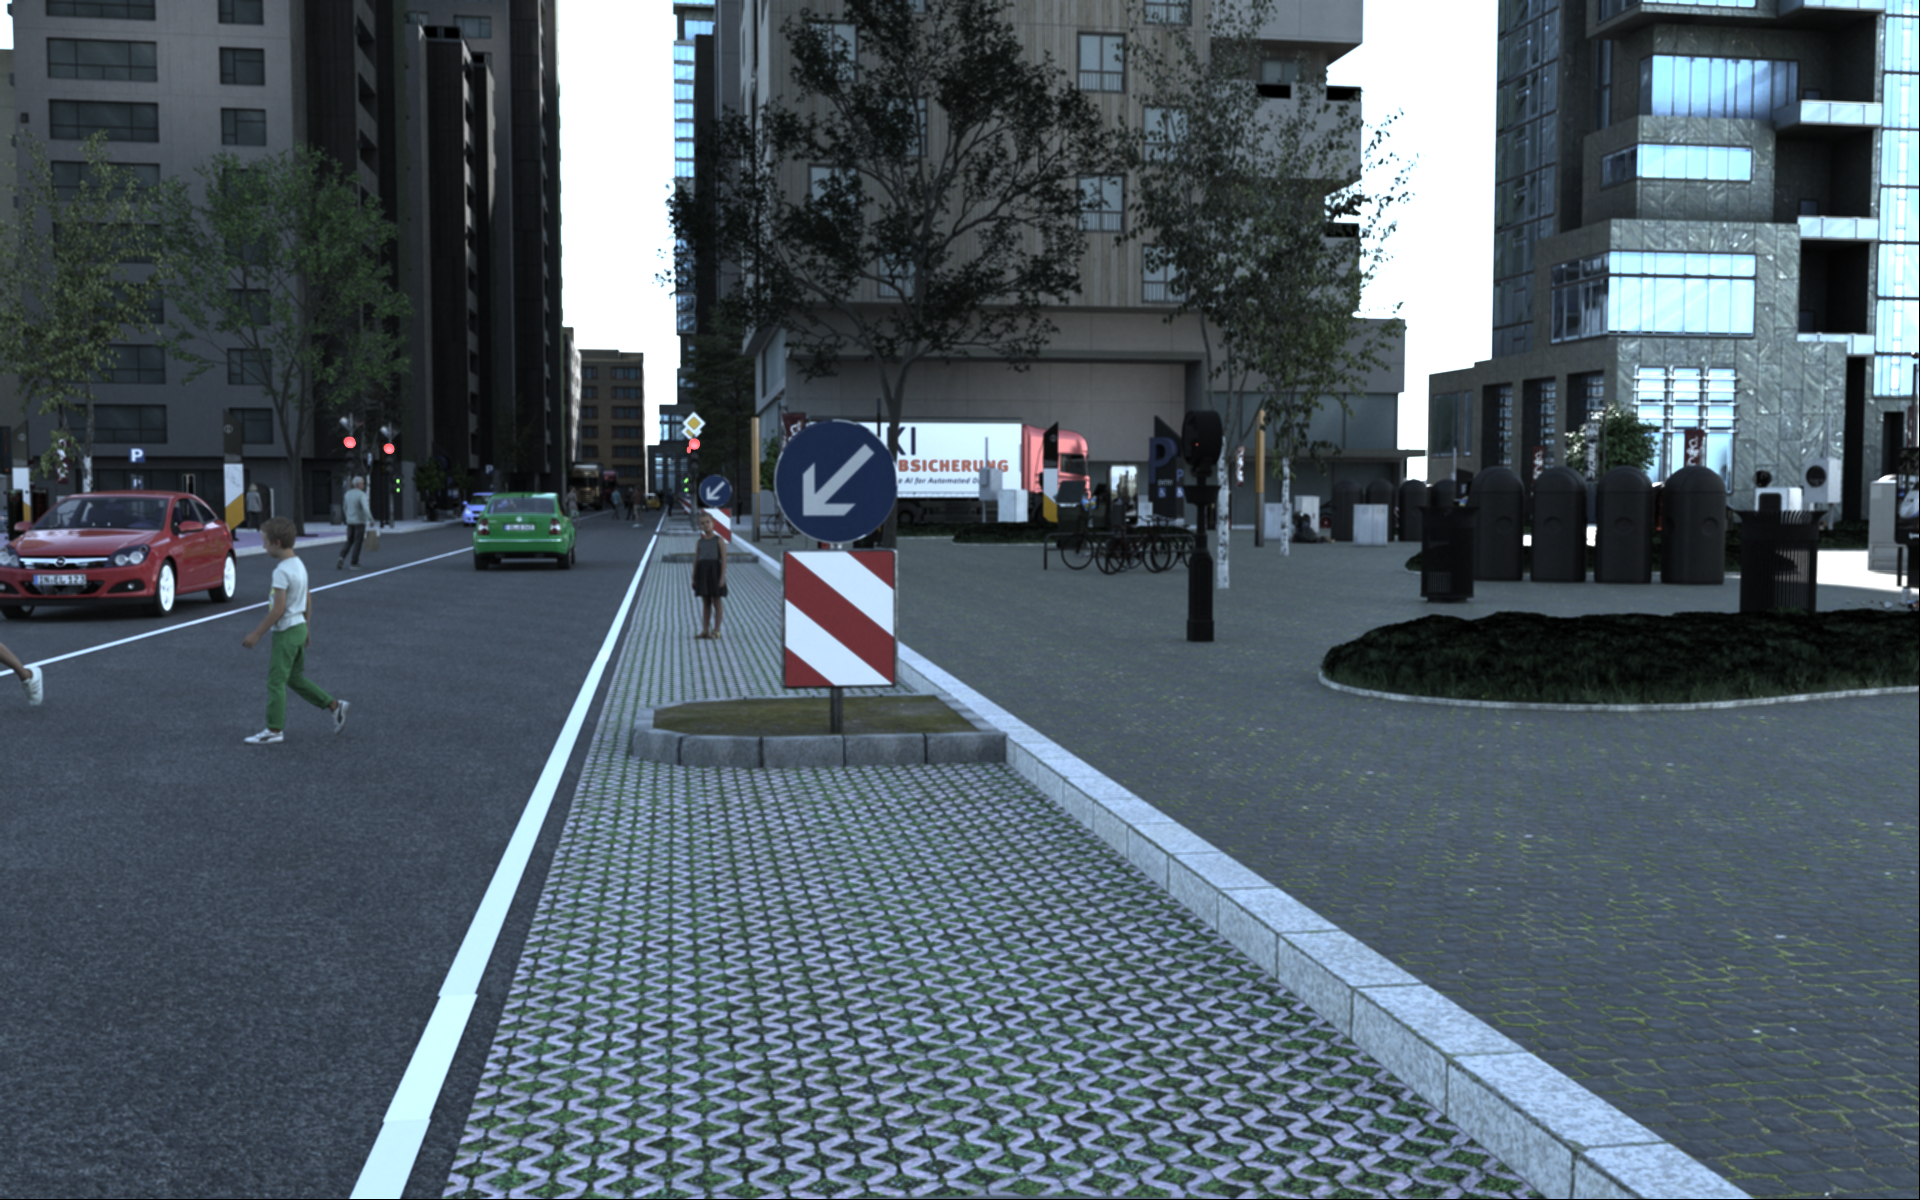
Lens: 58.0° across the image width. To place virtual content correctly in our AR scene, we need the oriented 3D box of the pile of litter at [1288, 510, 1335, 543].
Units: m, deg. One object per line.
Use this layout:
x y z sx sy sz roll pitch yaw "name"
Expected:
9.228 -1.945 45.761 1.176 0.858 1.719 -1 4 -9 "pile of litter"

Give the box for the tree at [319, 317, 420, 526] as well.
-23.611 -7.250 68.907 4.360 8.622 3.978 0 3 0 "tree"

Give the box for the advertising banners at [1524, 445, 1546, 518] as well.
19.977 -4.028 62.041 2.074 3.025 0.090 0 4 -7 "advertising banners"

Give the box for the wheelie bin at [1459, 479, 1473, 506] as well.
11.181 -1.778 36.981 0.980 1.594 0.693 1 4 10 "wheelie bin"

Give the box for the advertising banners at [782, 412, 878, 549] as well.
-2.786 -2.503 37.107 2.074 3.025 0.090 0 4 5 "advertising banners"

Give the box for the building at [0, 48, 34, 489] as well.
-105.551 -34.818 192.979 21.600 48.544 21.300 -1 4 -9 "building"

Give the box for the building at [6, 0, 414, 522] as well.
-33.560 -18.840 79.737 14.160 30.474 14.107 -1 4 -9 "building"

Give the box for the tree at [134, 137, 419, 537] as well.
-20.101 -7.715 51.893 9.928 11.665 9.643 0 3 0 "tree"

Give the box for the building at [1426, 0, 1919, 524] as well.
40.538 -47.094 82.666 31.000 86.520 22.319 -1 4 -9 "building"

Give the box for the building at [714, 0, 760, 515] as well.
-6.411 -35.369 120.282 21.231 58.520 28.212 -1 4 -9 "building"

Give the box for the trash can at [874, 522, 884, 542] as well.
-2.142 -2.115 46.241 0.748 1.137 0.748 0 3 0 "trash can"

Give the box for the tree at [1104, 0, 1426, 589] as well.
3.673 -4.449 23.104 4.360 8.622 3.978 0 3 0 "tree"

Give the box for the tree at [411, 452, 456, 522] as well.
-24.541 -5.230 80.104 1.663 3.219 1.824 0 3 0 "tree"

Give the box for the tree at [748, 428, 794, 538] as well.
-5.499 -3.450 51.013 1.663 3.219 1.824 0 3 0 "tree"

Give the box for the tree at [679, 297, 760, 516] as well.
-12.642 -11.100 99.608 7.486 12.596 7.792 0 3 0 "tree"

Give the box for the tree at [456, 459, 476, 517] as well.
-28.023 -6.231 96.479 1.663 3.219 1.824 0 3 0 "tree"

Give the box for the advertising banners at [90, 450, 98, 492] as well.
-33.578 -4.350 67.304 0.090 3.025 2.074 -3 5 -39 "advertising banners"

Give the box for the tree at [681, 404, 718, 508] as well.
-19.768 -11.387 136.538 4.737 8.622 4.395 0 3 0 "tree"

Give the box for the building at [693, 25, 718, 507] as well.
-16.408 -33.912 178.162 21.300 48.544 21.600 -1 4 -9 "building"

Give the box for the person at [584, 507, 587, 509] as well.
-36.861 -9.843 169.874 0.683 1.767 0.568 2 4 33 "person"

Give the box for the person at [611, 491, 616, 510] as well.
-31.579 -9.085 157.777 0.721 1.736 1.217 0 4 7 "person"

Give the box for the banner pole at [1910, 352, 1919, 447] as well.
17.003 -2.492 30.765 0.863 3.779 0.401 -3 5 -41 "banner pole"

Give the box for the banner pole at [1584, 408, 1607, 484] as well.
18.677 -3.720 50.835 0.401 3.779 0.863 -3 4 -39 "banner pole"

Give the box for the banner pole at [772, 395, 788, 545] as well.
-4.446 -3.270 43.481 0.401 3.779 0.863 -2 4 -26 "banner pole"

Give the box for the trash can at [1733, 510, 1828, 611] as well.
7.111 -0.208 15.048 0.748 1.137 0.748 0 3 0 "trash can"

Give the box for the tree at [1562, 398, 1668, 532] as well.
22.389 -4.610 59.089 4.285 4.588 4.351 0 3 0 "tree"

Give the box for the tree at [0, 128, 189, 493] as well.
-17.560 -5.123 34.123 4.737 8.622 4.395 0 3 0 "tree"

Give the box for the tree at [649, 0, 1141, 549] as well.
-1.277 -5.789 29.067 8.767 10.594 7.601 0 4 4 "tree"

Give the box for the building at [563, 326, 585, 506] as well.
-58.793 -21.599 198.190 28.899 21.520 27.650 -1 4 -9 "building"

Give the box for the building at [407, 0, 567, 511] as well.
-37.505 -27.325 130.353 14.154 41.232 14.086 -1 4 -9 "building"

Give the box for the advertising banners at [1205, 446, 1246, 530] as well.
9.545 -4.036 62.184 2.074 3.025 0.090 -3 4 -37 "advertising banners"

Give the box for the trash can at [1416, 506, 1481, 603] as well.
5.790 -0.545 20.557 0.748 1.137 0.748 0 3 0 "trash can"

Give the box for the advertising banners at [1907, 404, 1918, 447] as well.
18.779 -2.359 34.755 0.090 3.025 2.074 1 4 9 "advertising banners"

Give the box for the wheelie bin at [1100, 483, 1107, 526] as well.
4.041 -2.430 47.631 0.980 1.594 0.693 -3 5 -41 "wheelie bin"

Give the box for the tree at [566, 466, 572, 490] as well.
-42.343 -12.242 183.869 4.285 4.588 4.351 0 3 0 "tree"

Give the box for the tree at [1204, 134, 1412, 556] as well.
7.018 -5.240 36.034 4.737 8.622 4.395 0 3 0 "tree"

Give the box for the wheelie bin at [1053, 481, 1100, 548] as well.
2.658 -2.024 40.993 0.980 1.594 0.693 2 4 27 "wheelie bin"

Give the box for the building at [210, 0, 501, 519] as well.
-36.524 -20.515 107.120 14.160 30.474 14.107 -1 4 -9 "building"

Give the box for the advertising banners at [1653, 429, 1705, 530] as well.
19.103 -3.114 47.105 2.074 3.025 0.090 1 4 20 "advertising banners"

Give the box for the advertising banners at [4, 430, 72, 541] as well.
-25.120 -3.121 47.223 2.074 3.025 0.090 1 4 9 "advertising banners"

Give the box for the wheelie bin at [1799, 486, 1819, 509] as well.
31.914 -3.509 65.273 0.980 1.594 0.693 2 4 34 "wheelie bin"

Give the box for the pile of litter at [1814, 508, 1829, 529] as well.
31.045 -2.972 62.563 1.719 0.858 1.176 -2 4 -31 "pile of litter"

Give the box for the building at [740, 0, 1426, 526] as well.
3.357 -30.031 80.241 27.495 52.752 28.713 -1 4 -9 "building"

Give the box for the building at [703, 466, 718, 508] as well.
-12.951 -43.923 156.385 20.563 71.187 20.611 -1 4 -9 "building"

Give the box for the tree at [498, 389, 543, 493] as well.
-31.697 -10.484 121.768 4.737 8.622 4.395 0 3 0 "tree"
